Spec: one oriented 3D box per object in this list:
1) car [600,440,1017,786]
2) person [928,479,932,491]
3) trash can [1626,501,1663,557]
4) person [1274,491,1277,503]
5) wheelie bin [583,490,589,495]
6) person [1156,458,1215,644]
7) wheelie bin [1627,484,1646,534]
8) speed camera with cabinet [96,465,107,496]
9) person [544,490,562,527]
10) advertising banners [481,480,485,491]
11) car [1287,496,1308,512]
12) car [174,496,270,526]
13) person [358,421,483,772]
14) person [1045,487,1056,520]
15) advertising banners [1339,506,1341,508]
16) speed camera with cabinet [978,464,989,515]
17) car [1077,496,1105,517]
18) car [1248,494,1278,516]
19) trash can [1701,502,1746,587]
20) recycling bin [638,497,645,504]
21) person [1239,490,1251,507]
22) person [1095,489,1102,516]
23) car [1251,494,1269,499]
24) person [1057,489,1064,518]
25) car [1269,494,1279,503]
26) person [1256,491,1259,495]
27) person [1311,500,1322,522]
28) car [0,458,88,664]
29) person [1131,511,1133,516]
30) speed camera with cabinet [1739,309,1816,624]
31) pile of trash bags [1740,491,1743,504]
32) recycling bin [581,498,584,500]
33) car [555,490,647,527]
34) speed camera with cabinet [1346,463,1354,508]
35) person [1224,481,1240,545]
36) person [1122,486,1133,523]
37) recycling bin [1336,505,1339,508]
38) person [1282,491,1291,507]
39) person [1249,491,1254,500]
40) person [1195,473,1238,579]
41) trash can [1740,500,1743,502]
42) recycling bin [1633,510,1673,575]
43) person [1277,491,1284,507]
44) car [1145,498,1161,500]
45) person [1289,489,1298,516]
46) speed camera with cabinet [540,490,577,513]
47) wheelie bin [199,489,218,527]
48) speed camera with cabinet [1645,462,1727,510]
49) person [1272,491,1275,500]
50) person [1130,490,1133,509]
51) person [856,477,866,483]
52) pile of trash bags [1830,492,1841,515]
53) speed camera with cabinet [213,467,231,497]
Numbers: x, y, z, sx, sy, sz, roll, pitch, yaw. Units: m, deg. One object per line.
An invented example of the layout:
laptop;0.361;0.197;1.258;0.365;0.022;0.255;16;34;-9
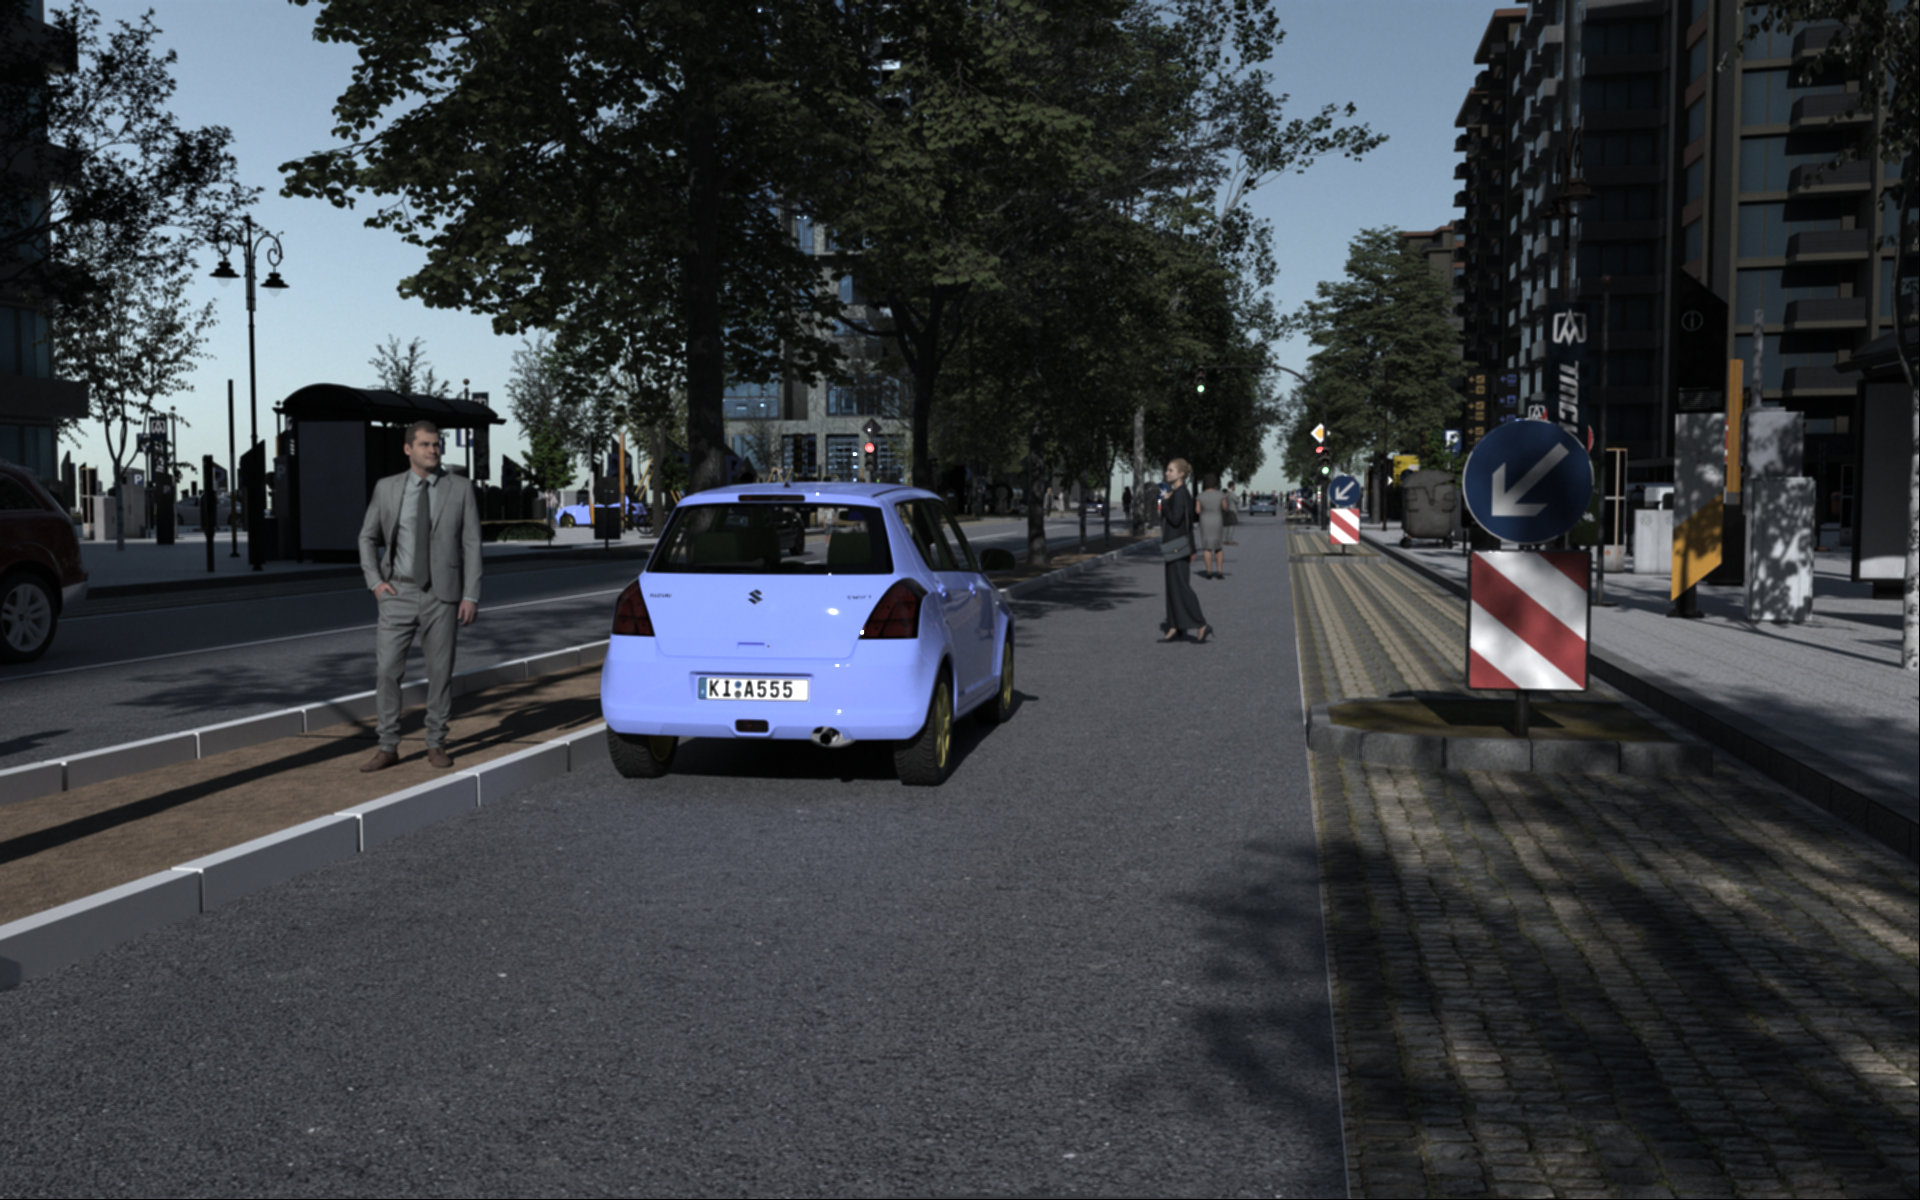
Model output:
car;-0.688;-0.019;9.907;1.945;1.707;3.694;1;4;9
person;-0.680;-1.552;34.621;0.466;1.731;0.760;-3;5;-45
trash can;13.958;-1.454;35.427;0.748;1.137;0.748;0;3;0
person;40.976;-13.277;225.442;0.709;1.838;0.599;-3;5;-40
wheelie bin;-31.167;-8.393;145.134;0.980;1.594;0.693;-2;4;-23
person;2.152;-0.474;16.677;0.534;1.772;0.576;0;4;-7
wheelie bin;21.874;-2.927;55.764;0.693;1.594;0.980;0;4;1
speed camera with cabinet;-58.834;-7.624;118.988;0.660;3.252;2.038;1;4;22
person;-16.096;-3.637;68.639;0.598;1.740;0.731;3;5;43
advertising banners;-41.897;-9.440;150.527;0.090;3.025;2.074;2;4;30
car;27.552;-7.842;140.792;1.945;1.354;3.894;1;4;11
car;-31.465;-3.728;73.314;4.827;1.381;2.083;1;4;10
person;-2.825;-0.029;9.066;0.635;1.810;0.391;-1;4;-19
person;5.067;-5.410;97.130;0.709;1.800;0.728;-1;4;-14
advertising banners;23.436;-6.751;106.560;0.090;3.025;2.074;1;4;17
speed camera with cabinet;1.331;-6.990;108.623;0.660;3.252;2.038;1;4;13
car;8.452;-5.937;109.651;1.945;1.354;3.894;1;4;9
car;20.198;-6.325;115.421;2.014;1.417;4.499;1;4;10
trash can;10.691;-0.766;24.178;0.748;1.137;0.748;0;3;0
recycling bin;-24.129;-7.186;130.042;0.722;1.027;0.722;3;4;37
person;30.459;-10.844;185.424;1.348;1.869;0.705;-1;4;-8
person;9.192;-6.474;114.898;0.519;1.759;0.362;-3;5;-42
car;28.679;-9.316;164.112;2.131;1.459;4.920;1;4;9
person;6.070;-5.872;105.077;0.524;1.755;0.480;2;4;26
car;47.920;-15.539;265.867;2.131;1.459;4.920;1;4;9
person;30.560;-10.288;177.433;1.217;1.743;0.721;-1;4;-15
person;18.458;-4.594;89.114;0.738;1.151;1.012;2;4;24
car;-9.177;-0.288;13.388;2.281;1.827;5.304;1;4;11
person;11.876;-6.520;115.326;0.699;1.804;1.509;3;4;39
speed camera with cabinet;8.489;-1.446;17.973;0.660;3.252;2.038;1;4;22
pile of trash bags;21.648;-2.489;50.444;3.447;1.369;1.912;-2;4;-25
recycling bin;-23.684;-5.991;110.505;0.722;1.027;0.722;2;4;30
car;-14.765;-3.761;71.080;3.694;1.707;1.945;1;4;9
speed camera with cabinet;24.627;-7.063;109.818;0.660;3.252;2.038;1;4;18
person;7.717;-2.462;48.932;0.466;1.800;0.511;-2;4;-29
person;8.441;-4.824;87.352;0.573;1.828;0.580;0;4;4
recycling bin;29.321;-7.464;134.586;0.722;1.027;0.722;2;4;29
person;32.211;-9.848;170.233;1.217;1.735;0.721;0;4;1
person;38.899;-13.587;230.587;1.348;1.831;0.705;-3;4;-37
person;4.317;-1.240;29.136;0.716;1.782;0.532;0;4;8
trash can;19.904;-2.030;44.842;0.748;1.137;0.748;0;3;0
recycling bin;11.205;-0.934;27.818;0.722;1.027;0.722;1;4;21
person;36.330;-11.407;195.726;1.217;1.735;0.721;-1;4;-13
car;10.333;-5.161;93.178;1.959;1.807;4.718;1;4;11
person;22.217;-6.490;115.203;0.643;1.750;0.593;-3;5;-43
speed camera with cabinet;-20.102;-5.651;86.725;0.660;3.252;2.038;2;4;30
wheelie bin;-29.148;-3.627;67.205;0.693;1.594;0.980;-2;4;-26
speed camera with cabinet;17.484;-2.884;41.482;2.038;3.252;0.660;-1;4;-10
person;30.728;-9.893;170.776;0.750;1.759;0.617;1;4;17
person;15.780;-9.314;160.654;0.709;1.838;0.599;0;4;-1
person;-2.122;-1.692;36.509;0.624;1.780;0.694;1;4;11
pile of trash bags;50.777;-5.553;100.547;1.912;1.369;3.447;-2;4;-26
speed camera with cabinet;-55.350;-8.263;129.430;0.660;3.252;2.038;1;4;20
